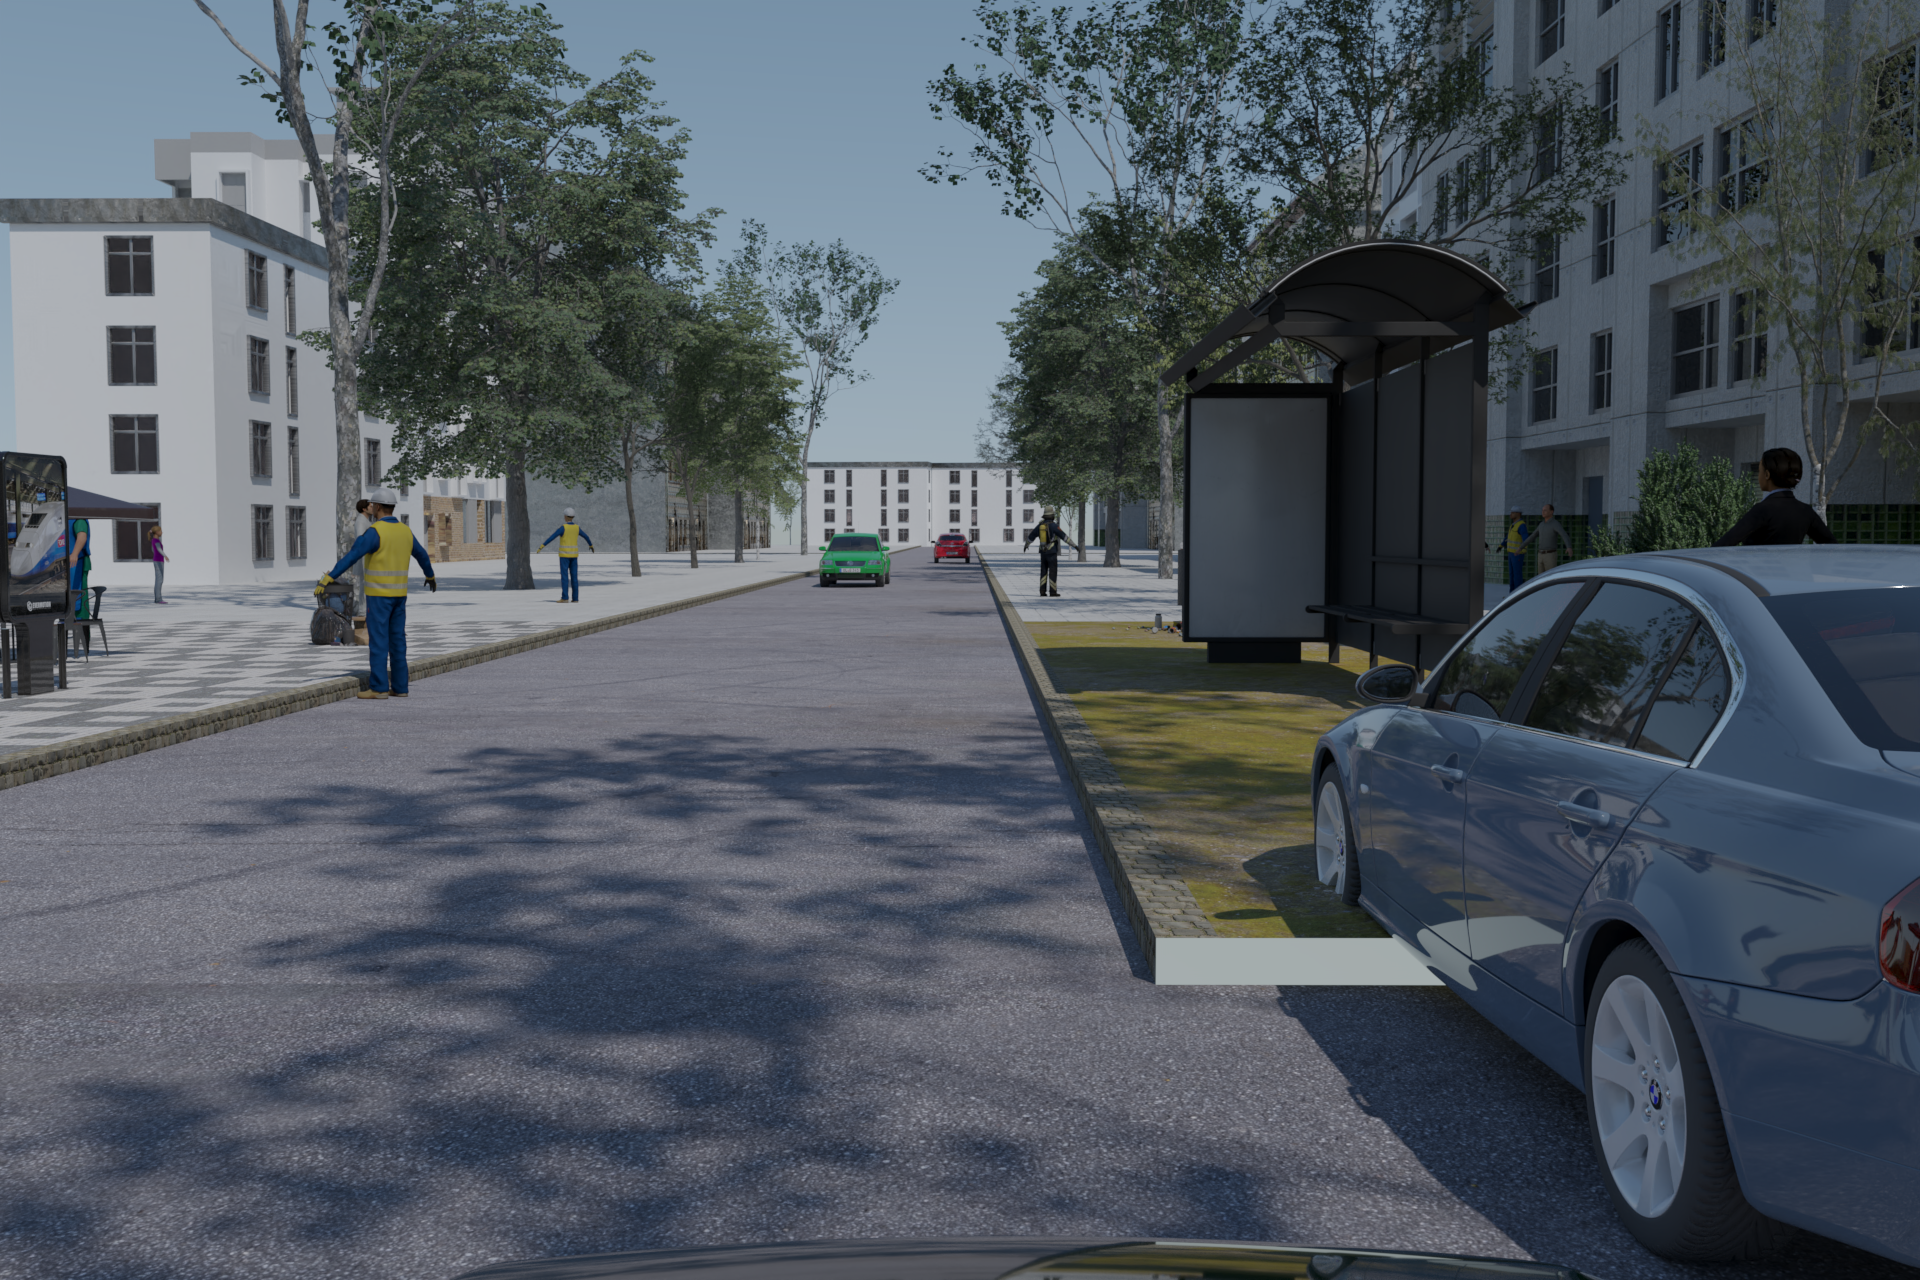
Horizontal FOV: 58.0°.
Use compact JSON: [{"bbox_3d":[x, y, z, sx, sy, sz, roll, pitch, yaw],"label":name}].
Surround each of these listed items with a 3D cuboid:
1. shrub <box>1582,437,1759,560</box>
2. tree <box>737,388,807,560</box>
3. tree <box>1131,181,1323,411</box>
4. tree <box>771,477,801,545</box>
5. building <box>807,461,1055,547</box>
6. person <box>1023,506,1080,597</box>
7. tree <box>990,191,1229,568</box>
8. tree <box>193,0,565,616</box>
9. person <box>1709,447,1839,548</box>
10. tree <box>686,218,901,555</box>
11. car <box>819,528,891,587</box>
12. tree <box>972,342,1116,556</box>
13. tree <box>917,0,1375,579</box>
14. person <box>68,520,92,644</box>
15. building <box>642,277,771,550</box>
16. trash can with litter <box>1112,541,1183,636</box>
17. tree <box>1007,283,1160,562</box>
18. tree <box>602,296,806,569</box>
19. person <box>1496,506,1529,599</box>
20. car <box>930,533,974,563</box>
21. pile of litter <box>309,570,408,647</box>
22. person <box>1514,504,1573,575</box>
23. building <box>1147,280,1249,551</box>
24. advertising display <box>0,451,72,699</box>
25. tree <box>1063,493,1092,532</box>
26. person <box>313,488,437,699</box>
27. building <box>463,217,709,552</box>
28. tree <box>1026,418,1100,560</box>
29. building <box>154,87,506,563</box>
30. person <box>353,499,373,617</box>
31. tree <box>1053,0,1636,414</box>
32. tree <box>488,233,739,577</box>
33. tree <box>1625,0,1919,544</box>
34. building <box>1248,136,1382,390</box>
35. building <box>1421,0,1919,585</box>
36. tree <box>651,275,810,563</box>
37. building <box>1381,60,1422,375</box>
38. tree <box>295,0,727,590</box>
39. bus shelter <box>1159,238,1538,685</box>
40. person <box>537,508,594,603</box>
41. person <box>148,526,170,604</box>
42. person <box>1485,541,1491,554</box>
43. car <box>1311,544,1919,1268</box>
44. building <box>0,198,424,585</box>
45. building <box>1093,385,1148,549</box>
[{"bbox_3d":[5.512,-0.538,13.208,1.690,2.028,1.600,0,3,0],"label":"shrub"},{"bbox_3d":[-10.234,-8.265,85.498,4.360,8.622,3.978,0,3,0],"label":"tree"},{"bbox_3d":[5.658,-5.254,36.259,4.737,8.622,4.395,0,3,0],"label":"tree"},{"bbox_3d":[-20.223,-15.501,203.799,4.737,8.622,4.395,0,3,0],"label":"tree"},{"bbox_3d":[-3.180,-15.669,200.789,28.070,9.664,9.099,0,4,7],"label":"building"},{"bbox_3d":[1.830,-1.813,35.414,1.354,1.856,0.705,2,4,35],"label":"person"},{"bbox_3d":[5.922,-9.747,66.014,9.857,13.997,8.962,0,3,0],"label":"tree"},{"bbox_3d":[-10.509,-10.376,25.531,12.611,20.169,13.585,0,3,0],"label":"tree"},{"bbox_3d":[4.296,-0.157,9.294,1.216,1.740,0.721,-1,4,-20],"label":"person"},{"bbox_3d":[-10.306,-15.209,104.564,12.611,20.169,13.585,0,3,0],"label":"tree"},{"bbox_3d":[-2.899,-2.408,48.175,1.959,1.807,4.718,0,4,0],"label":"car"},{"bbox_3d":[5.759,-11.691,101.509,12.009,13.543,11.850,0,3,0],"label":"tree"},{"bbox_3d":[4.909,-11.738,47.807,12.611,20.169,13.585,0,3,0],"label":"tree"},{"bbox_3d":[-10.392,-0.868,20.317,0.704,1.817,1.347,-2,4,-31],"label":"person"},{"bbox_3d":[-26.785,-19.479,149.405,19.493,23.208,18.063,0,4,1],"label":"building"},{"bbox_3d":[2.903,-0.698,22.476,1.678,1.210,2.233,0,4,-1],"label":"trash can with litter"},{"bbox_3d":[5.750,-9.758,77.668,7.486,12.596,7.792,0,3,0],"label":"tree"},{"bbox_3d":[-9.967,-7.960,64.562,8.767,10.594,7.601,-1,4,-17],"label":"tree"},{"bbox_3d":[10.819,-1.702,33.792,0.705,1.833,1.349,0,4,-4],"label":"person"},{"bbox_3d":[-0.396,-4.715,86.135,2.155,1.783,4.494,0,4,0],"label":"car"},{"bbox_3d":[-7.156,-0.404,20.577,1.176,0.858,1.719,0,4,1],"label":"pile of litter"},{"bbox_3d":[10.114,-1.444,29.877,0.705,1.796,1.348,-2,4,-24],"label":"person"},{"bbox_3d":[25.249,-18.780,137.983,19.493,23.208,18.063,0,4,0],"label":"building"},{"bbox_3d":[-7.433,-0.530,13.878,0.123,1.923,0.974,0,4,0],"label":"advertising display"},{"bbox_3d":[14.093,-15.328,200.974,4.360,8.622,3.978,0,3,0],"label":"tree"},{"bbox_3d":[-5.037,-0.410,15.136,0.705,1.833,1.349,2,4,28],"label":"person"},{"bbox_3d":[-29.545,-18.238,129.119,19.493,23.208,18.063,0,4,1],"label":"building"},{"bbox_3d":[5.352,-8.298,86.039,4.737,8.622,4.395,0,3,0],"label":"tree"},{"bbox_3d":[-28.049,-13.359,74.839,16.016,20.090,11.380,0,4,0],"label":"building"},{"bbox_3d":[-8.893,-1.212,26.003,0.705,1.806,1.347,-1,4,-14],"label":"person"},{"bbox_3d":[5.677,-5.667,27.066,8.767,10.594,7.601,0,4,-4],"label":"tree"},{"bbox_3d":[-10.050,-7.175,51.723,7.601,10.594,8.767,0,4,5],"label":"tree"},{"bbox_3d":[9.854,-4.231,19.543,4.360,8.622,3.978,0,3,0],"label":"tree"},{"bbox_3d":[24.747,-15.474,83.921,19.493,23.208,18.063,0,3,0],"label":"building"},{"bbox_3d":[22.150,-10.372,36.047,16.747,18.905,31.486,0,3,0],"label":"building"},{"bbox_3d":[-10.185,-9.683,76.443,7.486,12.596,7.792,0,3,0],"label":"tree"},{"bbox_3d":[22.229,-13.034,69.522,16.016,20.090,11.380,0,3,0],"label":"building"},{"bbox_3d":[-10.226,-8.135,39.661,9.857,13.997,8.962,0,3,0],"label":"tree"},{"bbox_3d":[2.971,-1.269,14.665,2.014,3.302,5.546,0,4,1],"label":"bus shelter"},{"bbox_3d":[-7.338,-1.581,32.321,1.216,1.772,0.721,-3,5,-45],"label":"person"},{"bbox_3d":[-14.702,-1.385,31.911,0.599,1.433,0.991,-2,4,-34],"label":"person"},{"bbox_3d":[9.626,-1.676,33.595,1.347,1.806,0.705,0,4,4],"label":"person"},{"bbox_3d":[2.200,0.445,4.720,2.014,1.417,4.499,0,4,-1],"label":"car"},{"bbox_3d":[-23.004,-7.055,57.505,9.099,9.664,28.070,0,4,1],"label":"building"},{"bbox_3d":[22.525,-18.431,167.810,16.747,18.905,31.486,0,4,0],"label":"building"}]
